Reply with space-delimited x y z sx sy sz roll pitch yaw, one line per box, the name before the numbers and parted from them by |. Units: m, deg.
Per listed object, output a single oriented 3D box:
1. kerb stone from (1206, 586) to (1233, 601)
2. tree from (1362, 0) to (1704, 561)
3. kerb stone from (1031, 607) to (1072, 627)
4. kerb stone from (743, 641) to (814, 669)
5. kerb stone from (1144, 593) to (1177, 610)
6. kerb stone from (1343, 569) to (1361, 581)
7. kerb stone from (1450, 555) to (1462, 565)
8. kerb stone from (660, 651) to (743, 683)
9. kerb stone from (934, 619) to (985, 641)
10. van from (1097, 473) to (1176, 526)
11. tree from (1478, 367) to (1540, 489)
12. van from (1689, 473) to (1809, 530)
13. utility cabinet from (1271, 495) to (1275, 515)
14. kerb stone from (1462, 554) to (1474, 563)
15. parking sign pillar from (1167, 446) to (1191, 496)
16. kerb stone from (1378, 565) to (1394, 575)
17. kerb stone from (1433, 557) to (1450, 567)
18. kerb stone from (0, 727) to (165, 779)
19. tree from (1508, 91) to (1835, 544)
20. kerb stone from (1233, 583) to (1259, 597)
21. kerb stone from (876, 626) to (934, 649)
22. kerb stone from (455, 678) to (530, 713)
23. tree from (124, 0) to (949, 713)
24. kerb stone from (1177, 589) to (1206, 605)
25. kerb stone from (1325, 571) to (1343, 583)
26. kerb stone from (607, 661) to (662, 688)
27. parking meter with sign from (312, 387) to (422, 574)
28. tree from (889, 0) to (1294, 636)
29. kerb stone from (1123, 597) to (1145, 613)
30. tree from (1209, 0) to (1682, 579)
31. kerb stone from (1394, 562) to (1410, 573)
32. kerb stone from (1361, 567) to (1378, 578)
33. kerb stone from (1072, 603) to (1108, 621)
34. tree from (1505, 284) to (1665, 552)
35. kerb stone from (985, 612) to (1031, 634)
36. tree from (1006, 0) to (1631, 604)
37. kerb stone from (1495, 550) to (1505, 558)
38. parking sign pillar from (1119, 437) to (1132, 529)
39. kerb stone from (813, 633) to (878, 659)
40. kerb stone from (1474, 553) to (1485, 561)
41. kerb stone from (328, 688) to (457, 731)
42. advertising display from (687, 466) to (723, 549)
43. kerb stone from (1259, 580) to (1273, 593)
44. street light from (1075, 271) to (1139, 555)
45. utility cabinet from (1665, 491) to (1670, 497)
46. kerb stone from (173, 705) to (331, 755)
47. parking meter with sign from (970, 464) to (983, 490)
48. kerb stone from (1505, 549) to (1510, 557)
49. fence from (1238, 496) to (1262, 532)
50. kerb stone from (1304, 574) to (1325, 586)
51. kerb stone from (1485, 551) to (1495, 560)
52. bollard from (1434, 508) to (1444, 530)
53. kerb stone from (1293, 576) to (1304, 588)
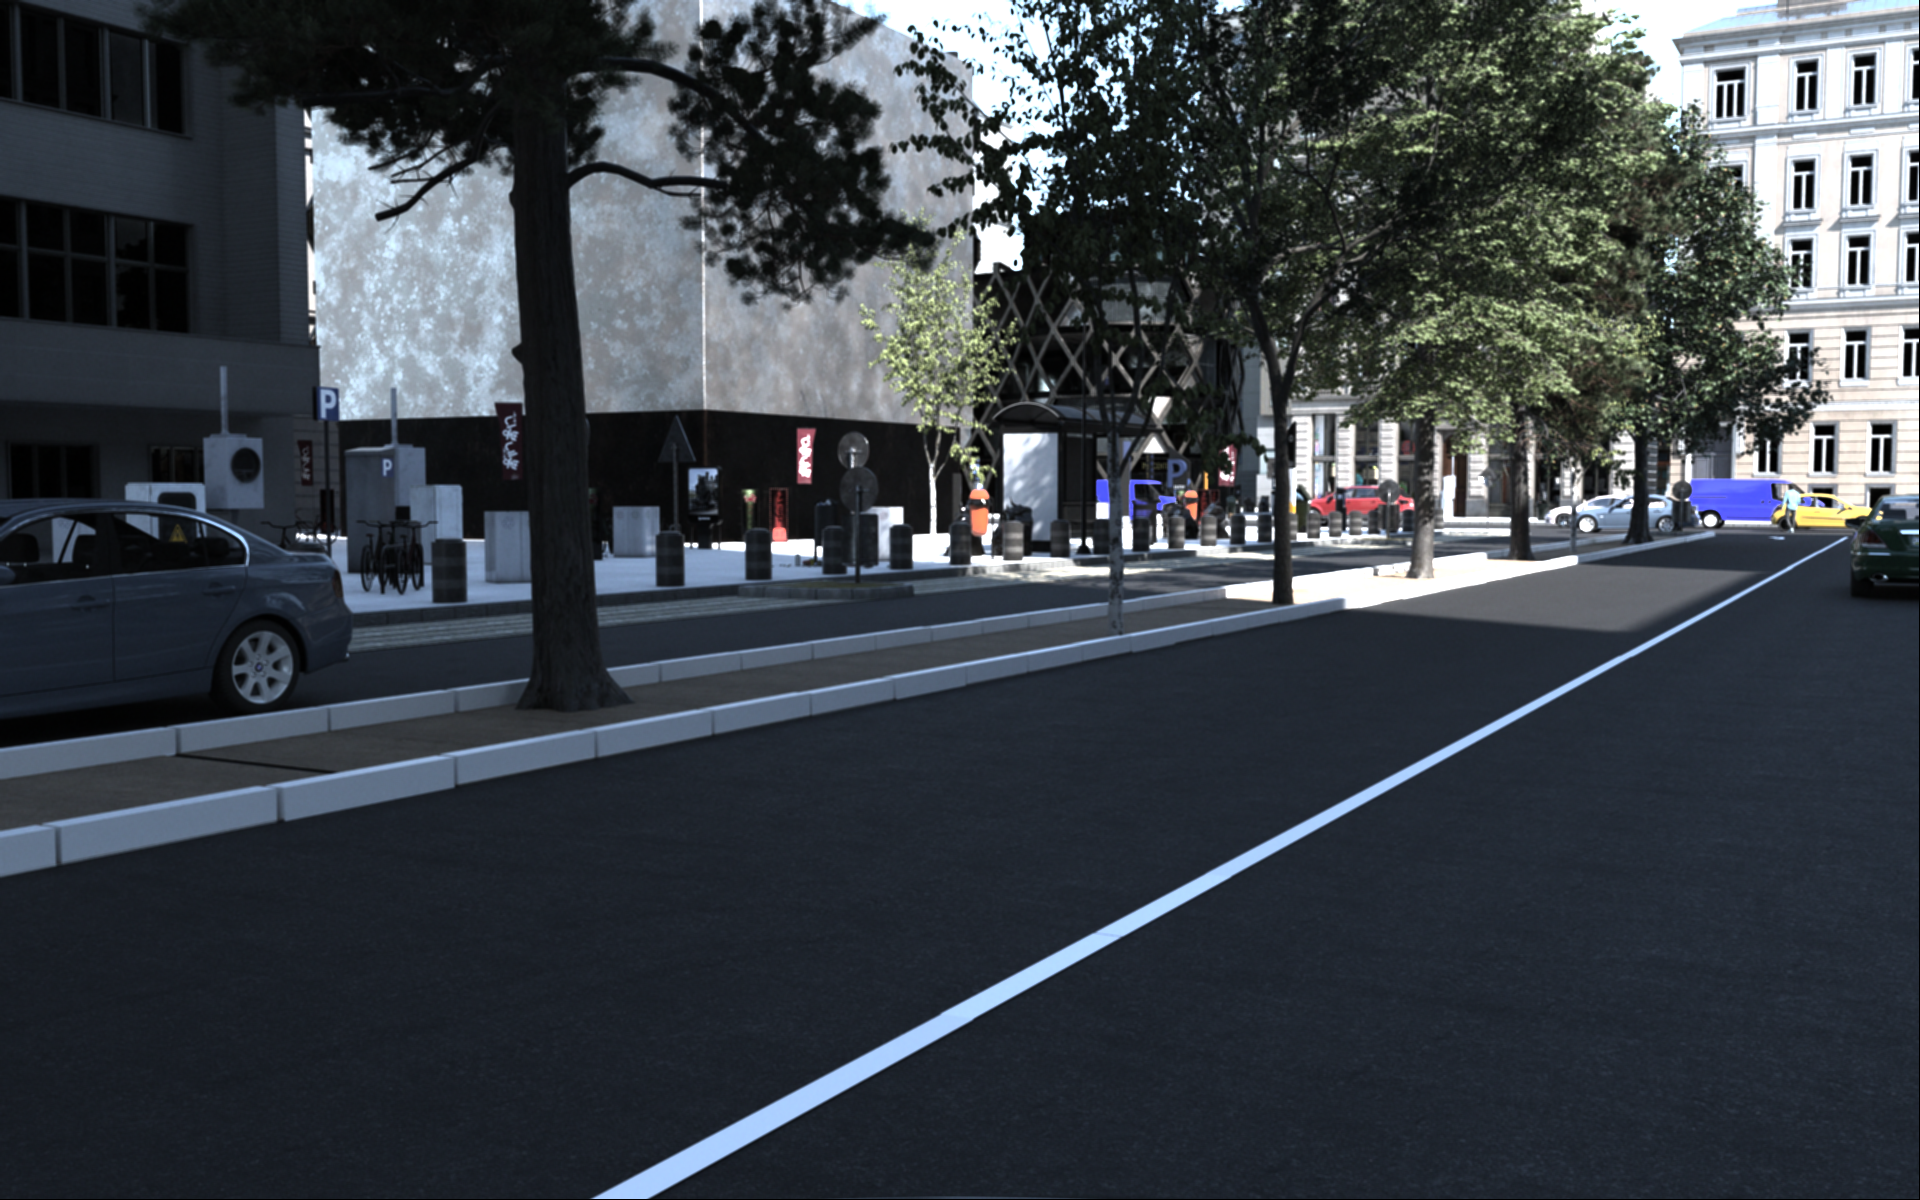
kerb stone | 3.436 -0.078 23.469 0.120 0.150 1.000 2 4 29
tree | 11.979 -6.878 36.960 6.751 12.117 7.091 0 3 0
kerb stone | 0.933 0.197 18.976 0.120 0.150 1.000 2 4 29
kerb stone | -1.573 0.474 14.494 0.120 0.150 1.000 2 4 29
kerb stone | 2.440 0.032 21.673 0.120 0.150 1.000 2 4 29
kerb stone | 6.440 -0.406 28.841 0.120 0.150 1.000 2 4 29
kerb stone | 9.957 -0.791 35.135 0.120 0.150 1.000 2 4 29
kerb stone | -2.070 0.526 13.598 0.120 0.150 1.000 2 4 29
kerb stone | -0.072 0.315 17.179 0.120 0.150 1.000 2 4 29
van | 7.350 -4.346 75.441 5.245 2.365 2.240 2 4 28
tree | 27.985 -8.370 87.218 4.360 8.622 3.978 0 3 0
van | 32.820 -4.094 71.327 5.245 2.365 2.240 2 4 30
utility cabinet | 18.967 -5.711 104.529 0.306 1.237 1.020 1 4 19
kerb stone | 10.461 -0.847 36.037 0.120 0.150 1.000 2 4 29
parking sign pillar | 12.217 -6.624 96.776 1.447 3.967 1.447 2 4 35
kerb stone | 7.444 -0.515 30.649 0.120 0.150 1.000 2 4 29
kerb stone | 9.462 -0.737 34.238 0.120 0.150 1.000 2 4 29
kerb stone | -4.595 0.804 9.089 0.120 0.150 1.000 2 4 29
tree | 19.465 -7.937 49.227 9.611 12.733 9.660 0 3 0
kerb stone | 3.940 -0.133 24.364 0.120 0.150 1.000 2 4 29
kerb stone | -0.575 0.361 16.285 0.120 0.150 1.000 2 4 29
kerb stone | -3.080 0.637 11.789 0.120 0.150 1.000 2 4 29
tree | -2.705 -6.217 11.525 7.806 13.903 7.818 0 3 0
kerb stone | 2.937 -0.023 22.574 0.120 0.150 1.000 2 4 29
kerb stone | 5.939 -0.347 27.943 0.120 0.150 1.000 2 4 29
kerb stone | -2.572 0.584 12.691 0.120 0.150 1.000 2 4 29
parking meter with sign | -9.569 -1.946 28.086 1.738 3.016 0.543 1 4 19
tree | 1.487 -3.922 16.943 4.737 8.622 4.395 0 3 0
kerb stone | 1.937 0.096 20.767 0.120 0.150 1.000 2 4 29
tree | 7.877 -6.641 29.165 7.486 12.596 7.792 0 3 0
kerb stone | 7.953 -0.570 31.548 0.120 0.150 1.000 2 4 29
kerb stone | 6.939 -0.461 29.739 0.120 0.150 1.000 2 4 29
kerb stone | 1.432 0.144 19.871 0.120 0.150 1.000 2 4 29
tree | 14.985 -5.459 42.071 4.737 8.622 4.395 0 3 0
kerb stone | 0.430 0.254 18.083 0.120 0.150 1.000 2 4 29
tree | 4.380 -5.233 22.437 8.767 10.594 7.601 2 4 29
kerb stone | 11.959 -1.012 38.736 0.120 0.150 1.000 2 4 29
parking sign pillar | 5.901 -4.621 64.018 1.447 3.967 1.447 -1 4 -11
kerb stone | -1.067 0.417 15.386 0.120 0.150 1.000 2 4 29
kerb stone | 10.969 -0.902 36.937 0.120 0.150 1.000 2 4 29
kerb stone | -3.592 0.693 10.880 0.120 0.150 1.000 2 4 29
advertising display | -5.960 -2.154 40.439 0.974 1.923 0.123 2 4 32
kerb stone | 4.438 -0.182 25.259 0.120 0.150 1.000 2 4 29
street light | 3.104 -3.909 36.460 1.470 5.913 1.316 2 4 29
utility cabinet | 55.391 -7.695 134.496 1.173 1.500 0.318 3 5 44
kerb stone | -4.089 0.748 9.984 0.120 0.150 1.000 2 4 29
parking meter with sign | 1.051 -6.391 100.745 0.543 3.016 1.738 -1 4 -15
kerb stone | 12.467 -1.065 39.630 0.120 0.150 1.000 2 4 29
fence | 9.538 -2.797 56.936 0.480 1.192 2.264 2 4 30
kerb stone | 5.443 -0.297 27.046 0.120 0.150 1.000 2 4 29
kerb stone | 11.468 -0.953 37.837 0.120 0.150 1.000 2 4 29
bollard | 17.158 -2.899 62.109 0.404 0.777 0.398 0 3 0
kerb stone | 4.940 -0.240 26.153 0.120 0.150 1.000 2 4 29
